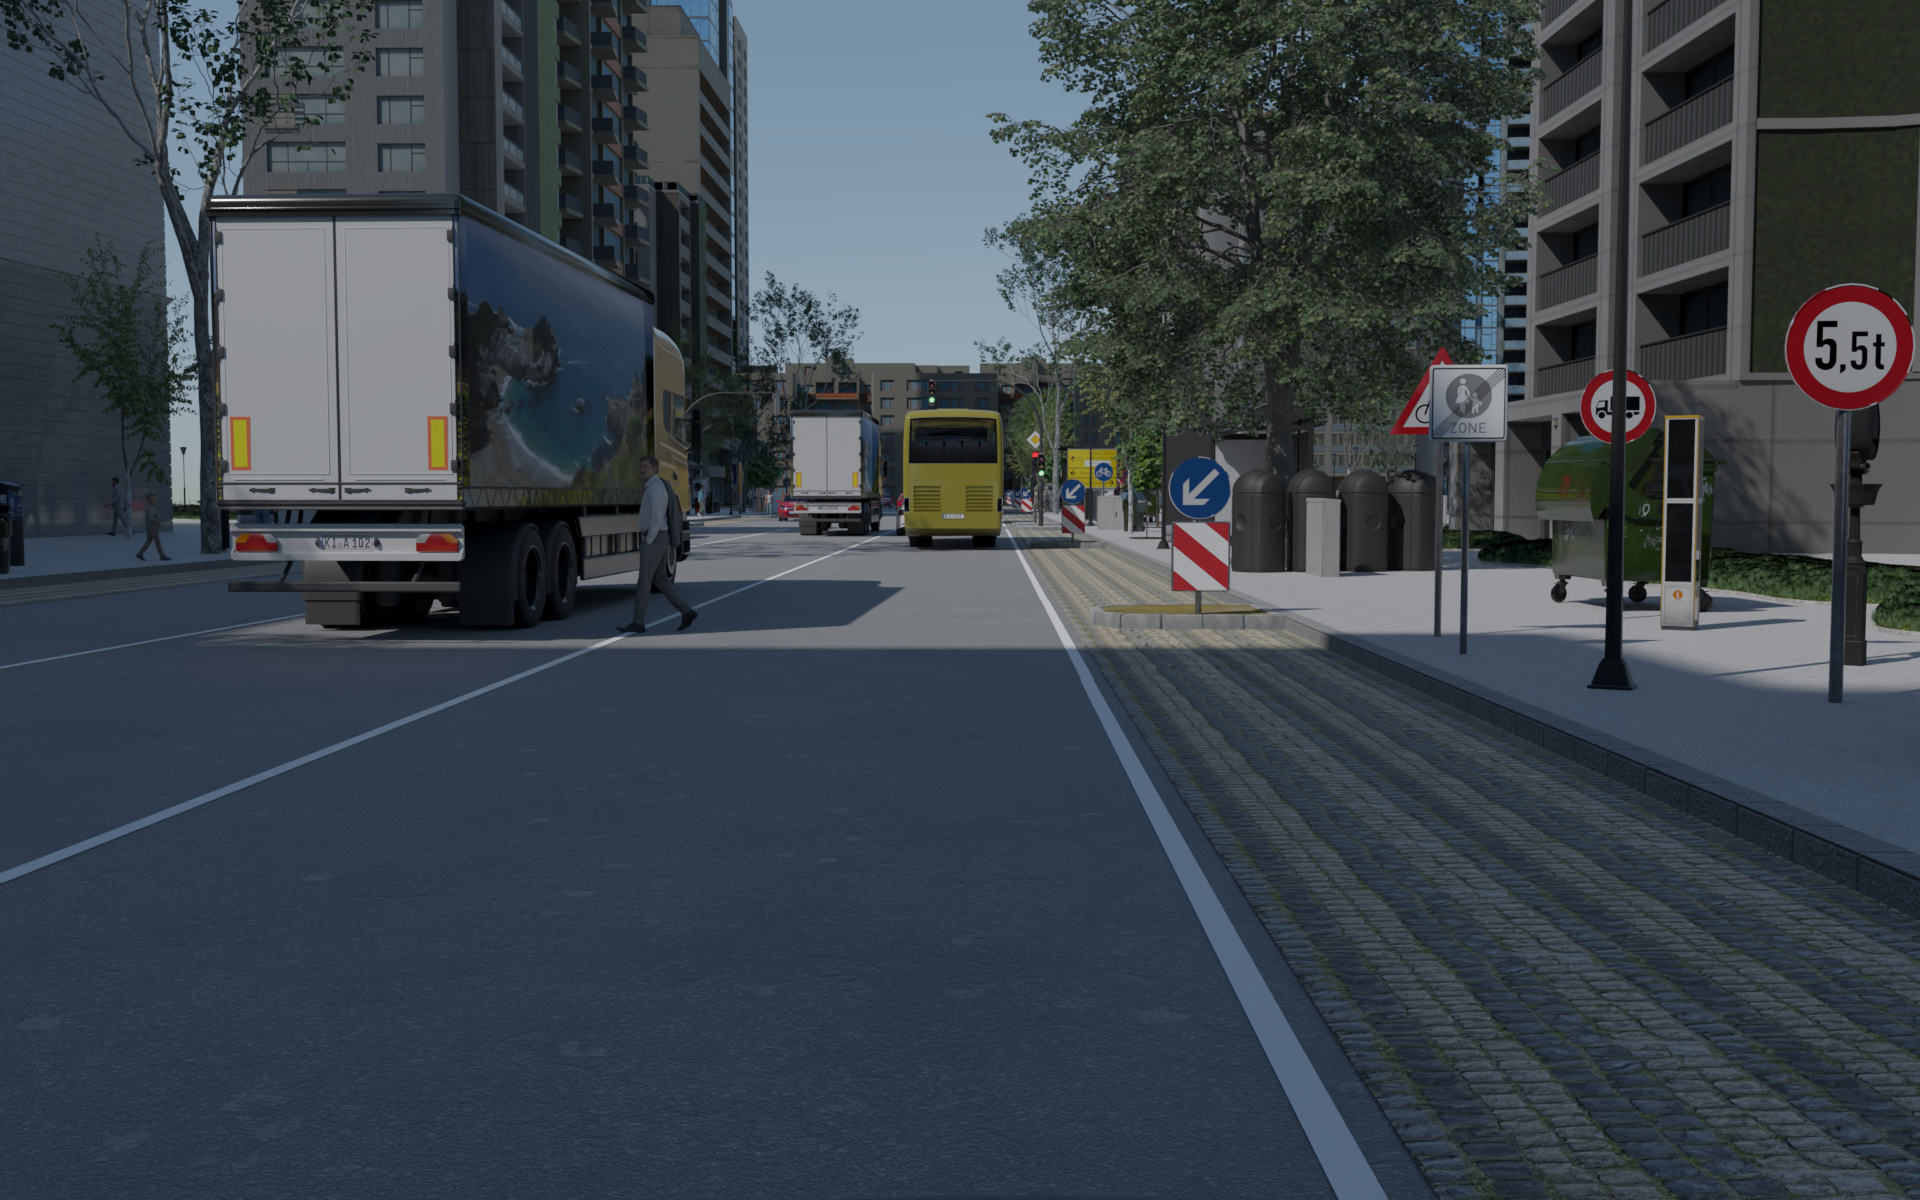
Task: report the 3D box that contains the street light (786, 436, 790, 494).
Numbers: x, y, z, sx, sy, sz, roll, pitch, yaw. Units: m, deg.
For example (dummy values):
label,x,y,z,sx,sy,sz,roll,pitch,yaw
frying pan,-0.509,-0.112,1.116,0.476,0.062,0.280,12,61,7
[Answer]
label,x,y,z,sx,sy,sz,roll,pitch,yaw
street light,-13.025,-9.953,135.267,1.470,5.913,1.316,0,4,1

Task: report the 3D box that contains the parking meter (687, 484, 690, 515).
label,x,y,z,sx,sy,sz,roll,pitch,yaw
parking meter,-16.652,-6.102,105.480,0.255,1.863,0.399,-3,5,-42

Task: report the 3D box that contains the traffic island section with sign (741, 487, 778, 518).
label,x,y,z,sx,sy,sz,roll,pitch,yaw
traffic island section with sign,-11.838,-5.745,102.551,1.989,1.847,2.006,0,4,1

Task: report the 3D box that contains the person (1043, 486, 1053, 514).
label,x,y,z,sx,sy,sz,roll,pitch,yaw
person,5.713,-6.479,112.165,0.709,1.800,0.728,1,4,10

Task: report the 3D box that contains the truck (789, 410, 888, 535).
label,x,y,z,sx,sy,sz,roll,pitch,yaw
truck,-4.327,-4.550,63.299,2.839,4.237,11.283,0,4,1

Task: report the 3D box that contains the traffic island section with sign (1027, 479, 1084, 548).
label,x,y,z,sx,sy,sz,roll,pitch,yaw
traffic island section with sign,2.879,-2.304,46.303,1.989,1.847,2.006,0,4,1

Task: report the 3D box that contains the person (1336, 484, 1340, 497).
label,x,y,z,sx,sy,sz,roll,pitch,yaw
person,18.780,-4.838,85.320,0.511,1.800,0.466,0,4,-7

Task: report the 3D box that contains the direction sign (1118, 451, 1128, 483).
label,x,y,z,sx,sy,sz,roll,pitch,yaw
direction sign,8.514,-5.957,89.390,0.876,3.537,0.379,2,4,24

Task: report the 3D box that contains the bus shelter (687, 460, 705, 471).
label,x,y,z,sx,sy,sz,roll,pitch,yaw
bus shelter,-16.328,-6.566,101.277,2.014,3.302,5.546,0,4,1

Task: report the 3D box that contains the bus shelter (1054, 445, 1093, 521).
label,x,y,z,sx,sy,sz,roll,pitch,yaw
bus shelter,5.674,-5.808,86.247,1.731,3.624,6.357,0,4,1

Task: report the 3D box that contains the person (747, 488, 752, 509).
label,x,y,z,sx,sy,sz,roll,pitch,yaw
person,-17.840,-8.646,147.245,0.795,1.843,0.661,2,4,35

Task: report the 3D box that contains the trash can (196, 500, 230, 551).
label,x,y,z,sx,sy,sz,roll,pitch,yaw
trash can,-16.697,-1.661,38.816,0.748,1.137,0.748,0,3,0

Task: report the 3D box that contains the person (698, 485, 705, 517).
label,x,y,z,sx,sy,sz,roll,pitch,yaw
person,-14.314,-5.469,95.800,0.444,1.785,0.601,-1,4,-13

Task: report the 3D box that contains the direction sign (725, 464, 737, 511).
label,x,y,z,sx,sy,sz,roll,pitch,yaw
direction sign,-17.285,-8.492,130.834,0.876,3.537,0.379,1,4,8

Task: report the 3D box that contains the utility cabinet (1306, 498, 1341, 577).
label,x,y,z,sx,sy,sz,roll,pitch,yaw
utility cabinet,5.710,-0.982,27.210,0.306,1.237,1.020,0,4,-3

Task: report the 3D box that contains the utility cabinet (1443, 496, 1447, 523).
label,x,y,z,sx,sy,sz,roll,pitch,yaw
utility cabinet,20.845,-3.969,76.047,1.020,1.237,0.306,1,4,20

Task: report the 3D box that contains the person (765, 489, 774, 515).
label,x,y,z,sx,sy,sz,roll,pitch,yaw
person,-11.540,-5.850,104.985,0.563,1.720,0.643,0,4,6

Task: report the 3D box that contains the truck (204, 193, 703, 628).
label,x,y,z,sx,sy,sz,roll,pitch,yaw
truck,-5.547,-2.012,21.805,2.839,4.237,11.283,0,4,3

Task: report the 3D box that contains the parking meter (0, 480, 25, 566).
label,x,y,z,sx,sy,sz,roll,pitch,yaw
parking meter,-16.928,-1.376,30.912,0.372,1.533,0.369,0,3,0

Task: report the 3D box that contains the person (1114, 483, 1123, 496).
label,x,y,z,sx,sy,sz,roll,pitch,yaw
person,7.892,-4.880,85.804,0.580,1.828,0.573,0,4,5

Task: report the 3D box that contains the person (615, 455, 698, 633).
label,x,y,z,sx,sy,sz,roll,pitch,yaw
person,-3.158,-0.574,17.990,0.850,1.850,0.679,-1,4,-12

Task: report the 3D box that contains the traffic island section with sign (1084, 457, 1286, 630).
label,x,y,z,sx,sy,sz,roll,pitch,yaw
traffic island section with sign,2.450,-0.643,19.134,1.989,1.847,2.006,0,4,1

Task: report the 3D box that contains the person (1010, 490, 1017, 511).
label,x,y,z,sx,sy,sz,roll,pitch,yaw
person,4.422,-8.149,141.916,0.721,1.800,0.419,-1,4,-17

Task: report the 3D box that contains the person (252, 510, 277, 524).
label,x,y,z,sx,sy,sz,roll,pitch,yaw
person,-17.367,-2.227,43.123,0.731,1.740,0.598,0,4,3

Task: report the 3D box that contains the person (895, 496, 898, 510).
label,x,y,z,sx,sy,sz,roll,pitch,yaw
person,-5.471,-8.462,151.525,0.373,1.253,0.362,1,4,17

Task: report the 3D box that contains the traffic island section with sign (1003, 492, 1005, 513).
label,x,y,z,sx,sy,sz,roll,pitch,yaw
traffic island section with sign,4.203,-7.339,128.621,1.989,1.847,2.006,0,4,1

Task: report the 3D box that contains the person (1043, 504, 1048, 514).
label,x,y,z,sx,sy,sz,roll,pitch,yaw
person,5.635,-6.326,113.749,0.475,1.303,0.640,2,4,31

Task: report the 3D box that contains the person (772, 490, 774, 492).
label,x,y,z,sx,sy,sz,roll,pitch,yaw
person,-20.139,-10.968,186.311,0.436,1.711,0.756,-3,5,-45

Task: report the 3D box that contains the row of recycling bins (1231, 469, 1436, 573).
label,x,y,z,sx,sy,sz,roll,pitch,yaw
row of recycling bins,6.266,-1.324,28.764,3.534,1.692,1.069,-1,4,-11

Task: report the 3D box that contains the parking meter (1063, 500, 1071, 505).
label,x,y,z,sx,sy,sz,roll,pitch,yaw
parking meter,5.050,-4.658,81.875,0.399,1.863,0.255,3,5,39

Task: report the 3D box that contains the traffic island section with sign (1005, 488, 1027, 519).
label,x,y,z,sx,sy,sz,roll,pitch,yaw
traffic island section with sign,3.778,-5.691,101.669,1.989,1.847,2.006,0,4,1

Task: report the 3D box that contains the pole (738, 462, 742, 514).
label,x,y,z,sx,sy,sz,roll,pitch,yaw
pole,-14.038,-7.134,110.484,0.158,3.312,0.155,0,3,0

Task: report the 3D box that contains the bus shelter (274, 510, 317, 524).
label,x,y,z,sx,sy,sz,roll,pitch,yaw
bus shelter,-17.153,-3.292,47.749,2.014,3.302,5.546,0,4,1

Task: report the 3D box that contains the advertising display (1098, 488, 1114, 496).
label,x,y,z,sx,sy,sz,roll,pitch,yaw
advertising display,7.887,-5.399,93.485,0.974,1.923,0.123,1,4,13

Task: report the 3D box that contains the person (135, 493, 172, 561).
label,x,y,z,sx,sy,sz,roll,pitch,yaw
person,-15.514,-1.403,33.255,0.640,1.303,0.475,-3,5,-41

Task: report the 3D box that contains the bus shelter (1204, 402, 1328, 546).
label,x,y,z,sx,sy,sz,roll,pitch,yaw
bus shelter,6.967,-2.829,40.178,2.014,3.302,5.546,0,4,1

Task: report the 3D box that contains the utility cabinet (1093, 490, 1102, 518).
label,x,y,z,sx,sy,sz,roll,pitch,yaw
utility cabinet,6.890,-5.018,90.731,0.318,1.500,1.173,-3,5,-43

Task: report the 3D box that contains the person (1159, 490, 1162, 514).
label,x,y,z,sx,sy,sz,roll,pitch,yaw
person,13.178,-6.569,113.632,0.466,1.800,0.511,1,4,15

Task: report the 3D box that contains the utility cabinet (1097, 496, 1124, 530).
label,x,y,z,sx,sy,sz,roll,pitch,yaw
utility cabinet,5.446,-3.111,62.021,1.020,1.237,0.306,1,4,20

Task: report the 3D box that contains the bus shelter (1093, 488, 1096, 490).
label,x,y,z,sx,sy,sz,roll,pitch,yaw
bus shelter,7.151,-6.281,96.623,2.014,3.302,5.546,0,4,1

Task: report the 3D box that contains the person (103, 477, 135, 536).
label,x,y,z,sx,sy,sz,roll,pitch,yaw
person,-25.656,-2.844,52.819,0.850,1.792,0.678,-1,4,-17
